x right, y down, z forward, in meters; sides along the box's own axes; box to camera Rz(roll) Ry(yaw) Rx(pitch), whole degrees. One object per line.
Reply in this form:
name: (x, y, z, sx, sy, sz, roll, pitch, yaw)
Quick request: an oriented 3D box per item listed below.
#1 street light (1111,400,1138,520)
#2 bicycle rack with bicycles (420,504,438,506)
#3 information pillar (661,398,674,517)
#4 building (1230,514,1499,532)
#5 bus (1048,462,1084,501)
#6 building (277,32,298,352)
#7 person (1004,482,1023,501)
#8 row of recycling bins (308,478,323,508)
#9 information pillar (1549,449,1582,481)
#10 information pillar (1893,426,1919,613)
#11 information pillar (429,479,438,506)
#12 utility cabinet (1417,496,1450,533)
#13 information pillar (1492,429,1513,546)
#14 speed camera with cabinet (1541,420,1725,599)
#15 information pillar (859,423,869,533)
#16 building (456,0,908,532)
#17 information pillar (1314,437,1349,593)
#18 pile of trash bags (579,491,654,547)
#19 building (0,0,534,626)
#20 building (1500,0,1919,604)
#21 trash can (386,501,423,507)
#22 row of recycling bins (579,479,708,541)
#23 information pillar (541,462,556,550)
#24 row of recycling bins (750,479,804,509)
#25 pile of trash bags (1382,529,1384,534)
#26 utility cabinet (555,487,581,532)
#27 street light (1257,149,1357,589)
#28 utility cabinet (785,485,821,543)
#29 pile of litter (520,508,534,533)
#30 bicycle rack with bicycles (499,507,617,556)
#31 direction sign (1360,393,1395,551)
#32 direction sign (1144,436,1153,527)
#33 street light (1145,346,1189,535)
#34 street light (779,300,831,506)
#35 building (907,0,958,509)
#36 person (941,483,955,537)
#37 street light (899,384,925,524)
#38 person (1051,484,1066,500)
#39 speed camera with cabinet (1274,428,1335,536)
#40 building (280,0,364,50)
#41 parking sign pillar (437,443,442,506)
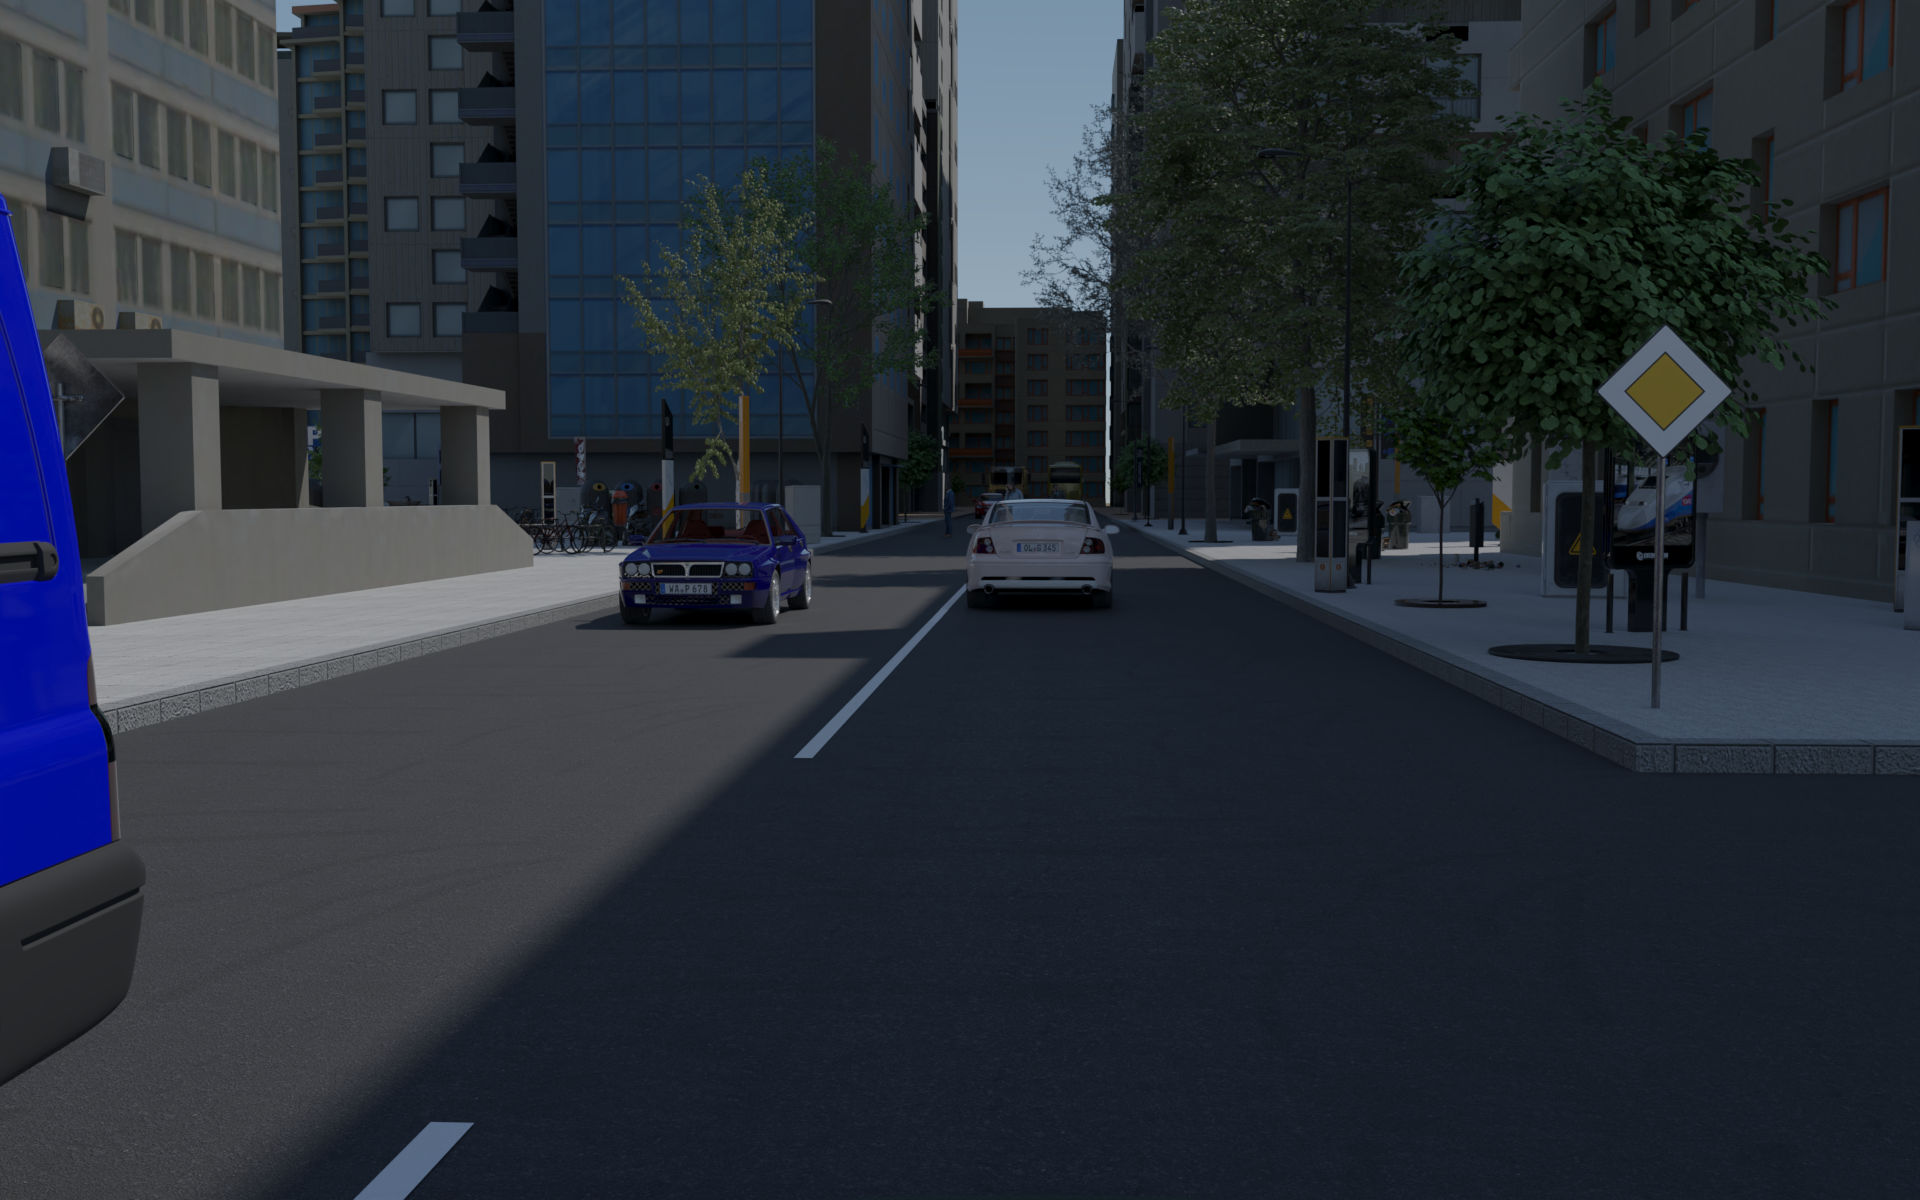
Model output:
street light: (8.108, -6.897, 85.314, 1.470, 5.913, 1.316, 0, 4, 3)
bicycle rack with bicycles: (-20.143, -3.053, 63.295, 2.852, 0.926, 2.925, 1, 4, 10)
information pillar: (-7.184, -3.131, 42.546, 0.183, 3.616, 0.504, 1, 4, 16)
building: (23.520, -29.401, 69.948, 28.713, 52.752, 27.495, 0, 4, 3)
bus: (8.028, -8.574, 131.732, 2.896, 3.916, 12.252, 0, 4, 4)
building: (-63.186, -28.939, 156.748, 14.086, 41.232, 14.154, 0, 4, 3)
person: (1.633, -2.571, 50.803, 0.793, 1.790, 0.793, 0, 4, -5)
row of recycling bins: (-16.349, -2.173, 42.643, 3.534, 1.692, 1.069, 1, 4, 14)
information pillar: (9.302, -2.158, 26.642, 0.504, 3.616, 0.183, 0, 4, 7)
information pillar: (10.320, -0.870, 18.722, 0.304, 2.012, 0.304, 3, 5, 39)
information pillar: (-25.782, -4.914, 84.844, 0.304, 2.012, 0.304, 3, 5, 40)
utility cabinet: (15.459, -2.773, 56.507, 1.020, 1.237, 0.306, 0, 4, -8)
information pillar: (13.412, -3.142, 42.719, 0.504, 3.616, 0.183, 2, 4, 31)
speed camera with cabinet: (8.248, -1.647, 21.266, 2.038, 3.252, 0.660, 1, 4, 17)
information pillar: (-3.133, -4.013, 56.969, 0.183, 3.616, 0.504, 1, 4, 22)
building: (-9.454, -25.343, 64.467, 14.600, 45.320, 14.200, 0, 4, 3)
information pillar: (4.828, -1.102, 22.512, 0.304, 2.012, 0.304, -2, 4, -32)
pile of trash bags: (-8.643, -2.082, 43.785, 1.912, 1.369, 3.447, -1, 4, -10)
building: (-24.007, -20.275, 23.381, 32.217, 40.220, 23.993, 0, 4, 3)
building: (25.595, -10.886, 23.028, 28.899, 21.520, 27.650, 0, 4, 3)
trash can: (-11.718, -1.523, 36.554, 0.748, 1.137, 0.748, 0, 3, 0)
row of recycling bins: (-8.729, -2.488, 47.784, 3.534, 1.692, 1.069, 0, 4, -3)
information pillar: (-9.441, -2.156, 39.738, 0.304, 2.012, 0.304, -1, 4, -17)
row of recycling bins: (-5.261, -2.583, 49.342, 1.069, 1.692, 3.534, -2, 4, -24)
pile of trash bags: (11.956, -2.839, 56.176, 3.447, 1.369, 1.912, 0, 4, 5)
utility cabinet: (-12.859, -2.983, 57.452, 1.173, 1.500, 0.318, 0, 4, 8)
street light: (4.692, -3.113, 23.441, 1.470, 5.913, 1.316, 0, 4, 3)
utility cabinet: (-4.033, -2.182, 44.357, 0.318, 1.500, 1.173, 2, 4, 29)
pile of litter: (-13.834, -2.473, 54.407, 1.176, 0.858, 1.719, -1, 4, -19)
bicycle rack with bicycles: (-8.750, -1.481, 37.598, 2.925, 0.926, 2.852, -3, 5, -42)
direction sign: (9.363, -2.867, 38.865, 0.876, 3.537, 0.379, 3, 5, 44)
direction sign: (7.447, -4.673, 68.401, 0.379, 3.537, 0.876, 0, 4, 1)
street light: (6.485, -5.005, 54.373, 1.470, 5.913, 1.316, 0, 4, 3)
street light: (-3.773, -4.224, 41.606, 1.470, 5.913, 1.316, 0, 4, 3)
building: (-13.851, -34.093, 146.666, 27.495, 52.752, 28.713, 0, 4, 3)
person: (-0.378, -2.997, 57.683, 0.419, 1.800, 0.721, -1, 4, -9)
street light: (-2.151, -6.142, 72.955, 1.470, 5.913, 1.316, 0, 4, 3)
person: (3.999, -3.777, 70.067, 0.655, 1.846, 0.447, 1, 4, 16)
speed camera with cabinet: (10.531, -3.544, 52.284, 2.038, 3.252, 0.660, 3, 4, 37)
building: (-41.818, -30.396, 151.595, 28.867, 44.769, 22.147, 0, 4, 3)
parking sign pillar: (-19.587, -4.757, 66.249, 1.447, 3.967, 1.447, -2, 4, -31)
